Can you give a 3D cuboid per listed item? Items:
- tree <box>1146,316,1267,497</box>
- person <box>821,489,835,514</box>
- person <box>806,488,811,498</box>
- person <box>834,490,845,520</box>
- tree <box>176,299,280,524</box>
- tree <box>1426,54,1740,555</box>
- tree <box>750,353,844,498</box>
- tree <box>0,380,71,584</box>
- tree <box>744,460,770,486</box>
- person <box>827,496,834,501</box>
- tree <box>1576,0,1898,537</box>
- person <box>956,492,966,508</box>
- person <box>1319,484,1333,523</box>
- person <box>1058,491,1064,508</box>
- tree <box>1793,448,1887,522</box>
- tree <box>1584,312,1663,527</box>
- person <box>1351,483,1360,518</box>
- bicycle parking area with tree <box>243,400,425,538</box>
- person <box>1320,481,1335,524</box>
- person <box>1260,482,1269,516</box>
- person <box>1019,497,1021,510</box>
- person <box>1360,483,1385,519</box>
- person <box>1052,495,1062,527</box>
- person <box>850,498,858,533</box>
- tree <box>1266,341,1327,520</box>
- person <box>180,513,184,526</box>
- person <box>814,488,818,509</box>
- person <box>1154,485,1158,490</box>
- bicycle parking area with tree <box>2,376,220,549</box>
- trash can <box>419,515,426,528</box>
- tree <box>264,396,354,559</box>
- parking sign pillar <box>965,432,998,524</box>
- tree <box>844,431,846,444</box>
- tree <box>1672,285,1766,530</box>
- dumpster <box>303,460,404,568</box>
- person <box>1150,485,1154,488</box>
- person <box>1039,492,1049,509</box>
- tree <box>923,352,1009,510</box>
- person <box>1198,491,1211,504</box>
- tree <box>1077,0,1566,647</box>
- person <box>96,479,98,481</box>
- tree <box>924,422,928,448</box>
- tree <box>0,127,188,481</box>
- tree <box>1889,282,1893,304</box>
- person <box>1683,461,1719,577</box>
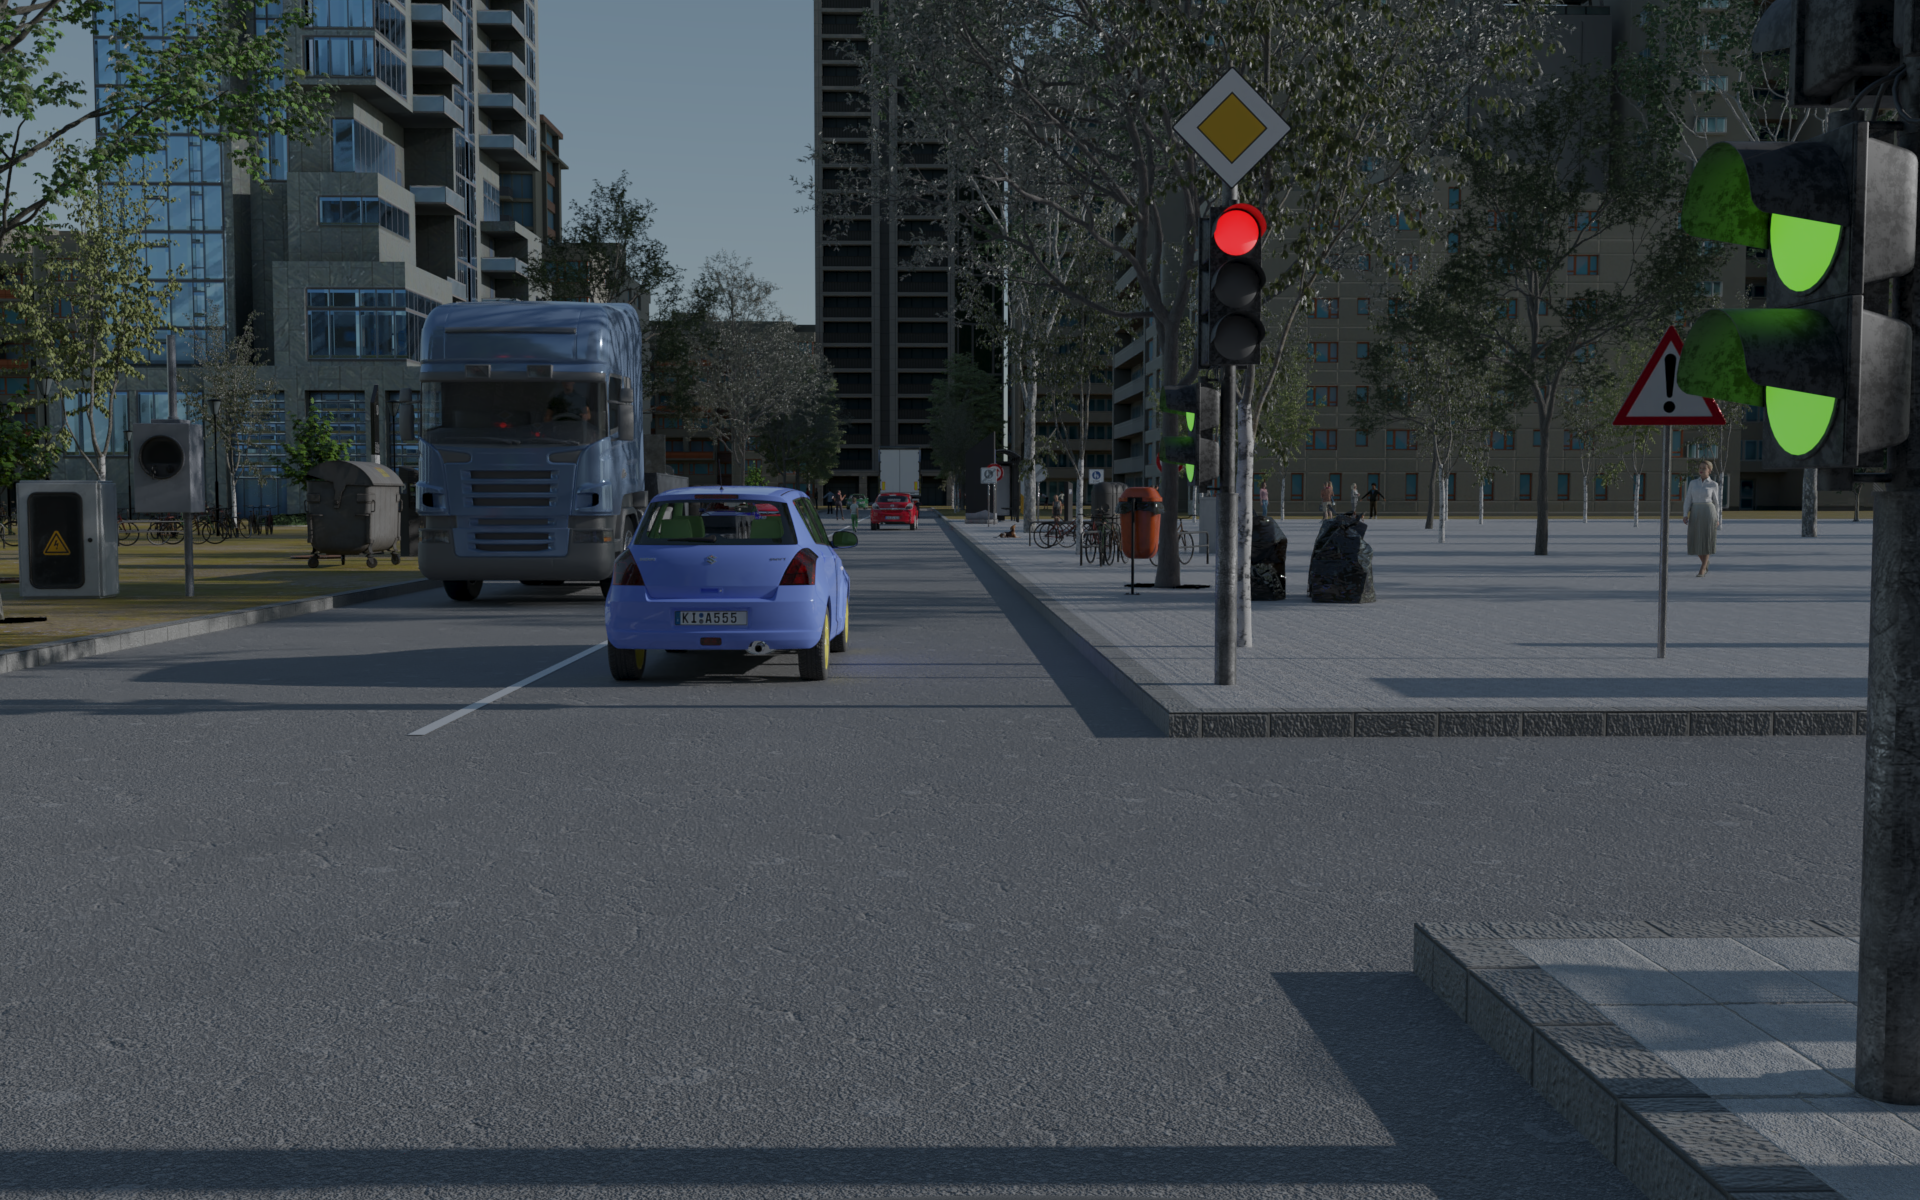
[{"bbox_3d":[9.610,-7.270,69.222,4.737,8.622,4.395,0,3,0],"label":"tree"},{"bbox_3d":[-9.301,-7.052,123.778,1.348,1.826,0.705,-2,4,-25],"label":"person"},{"bbox_3d":[-12.897,-8.625,147.006,0.705,1.831,1.348,-1,4,-21],"label":"person"},{"bbox_3d":[-6.553,-5.174,94.558,0.593,1.643,0.415,-1,4,-14],"label":"person"},{"bbox_3d":[-27.374,-7.012,65.009,4.360,8.622,3.978,0,3,0],"label":"tree"},{"bbox_3d":[12.514,-6.224,36.181,7.601,10.594,8.767,-2,4,-28],"label":"tree"},{"bbox_3d":[-13.244,-13.369,136.714,7.486,12.596,7.792,0,3,0],"label":"tree"},{"bbox_3d":[-14.024,-1.857,24.969,1.663,3.219,1.824,0,3,0],"label":"tree"},{"bbox_3d":[-11.660,-6.382,98.941,1.663,3.219,1.824,0,3,0],"label":"tree"},{"bbox_3d":[-12.353,-9.424,165.773,0.799,1.438,0.628,1,4,18],"label":"person"},{"bbox_3d":[24.495,-11.873,50.009,12.611,20.169,13.585,0,3,0],"label":"tree"},{"bbox_3d":[0.067,-9.281,157.743,1.348,1.831,0.705,2,4,34],"label":"person"},{"bbox_3d":[16.403,-4.360,77.517,0.728,1.800,0.709,2,4,24],"label":"person"},{"bbox_3d":[9.712,-9.609,166.396,1.217,1.735,0.721,-2,4,-34],"label":"person"},{"bbox_3d":[49.499,-7.155,79.898,20.602,7.101,11.467,-1,4,-19],"label":"tree"},{"bbox_3d":[26.313,-7.150,67.259,4.737,8.622,4.395,0,3,0],"label":"tree"},{"bbox_3d":[18.882,-4.675,82.662,0.537,1.800,0.526,-3,5,-42],"label":"person"},{"bbox_3d":[-19.923,-4.034,52.959,8.231,4.147,9.016,0,4,4],"label":"bicycle parking area with tree"},{"bbox_3d":[15.890,-4.207,74.797,0.573,1.828,0.580,2,4,31],"label":"person"},{"bbox_3d":[13.540,-4.346,77.108,0.388,1.821,0.555,3,4,36],"label":"person"},{"bbox_3d":[5.066,-8.227,141.352,0.445,1.727,0.742,0,4,3],"label":"person"},{"bbox_3d":[21.315,-5.116,89.316,1.348,1.869,0.705,2,4,33],"label":"person"},{"bbox_3d":[3.821,-3.522,68.302,0.362,1.253,0.373,1,4,12],"label":"person"},{"bbox_3d":[-3.906,-3.138,64.052,0.306,1.304,0.590,0,4,-3],"label":"person"},{"bbox_3d":[15.718,-8.183,84.154,4.737,8.622,4.395,0,3,0],"label":"tree"},{"bbox_3d":[-26.122,-2.940,58.363,0.306,1.304,0.590,-1,4,-18],"label":"person"},{"bbox_3d":[-12.415,-8.763,149.337,0.705,1.821,1.348,-1,4,-11],"label":"person"},{"bbox_3d":[10.714,-5.361,94.136,0.568,1.767,0.683,0,4,6],"label":"person"},{"bbox_3d":[-23.902,-3.482,43.931,9.016,4.147,8.231,-2,4,-33],"label":"bicycle parking area with tree"},{"bbox_3d":[-12.858,-1.806,41.187,0.748,1.137,0.748,0,3,0],"label":"trash can"},{"bbox_3d":[-12.898,-2.429,34.310,1.663,3.219,1.824,0,3,0],"label":"tree"},{"bbox_3d":[0.918,-5.292,74.994,1.447,3.967,1.447,1,4,18],"label":"parking sign pillar"},{"bbox_3d":[-13.558,-14.296,151.873,7.486,12.596,7.792,0,3,0],"label":"tree"},{"bbox_3d":[26.762,-6.779,61.192,4.360,8.622,3.978,0,3,0],"label":"tree"},{"bbox_3d":[-10.693,-1.517,30.558,1.264,1.857,1.865,0,4,-2],"label":"dumpster"},{"bbox_3d":[9.252,-4.681,83.320,0.466,1.731,0.760,-1,4,-10],"label":"person"},{"bbox_3d":[6.978,-8.256,144.212,0.799,1.438,0.628,-3,5,-40],"label":"person"},{"bbox_3d":[0.469,-13.501,138.876,7.486,12.596,7.792,0,3,0],"label":"tree"},{"bbox_3d":[11.995,-4.812,85.124,0.661,1.777,0.834,0,4,-4],"label":"person"},{"bbox_3d":[2.611,-3.914,14.358,4.360,8.622,3.978,0,3,0],"label":"tree"},{"bbox_3d":[-30.645,-3.433,61.981,0.447,1.846,0.655,1,4,21],"label":"person"},{"bbox_3d":[-0.331,-10.119,115.809,4.360,8.622,3.978,0,3,0],"label":"tree"},{"bbox_3d":[-17.240,-5.139,34.393,4.737,8.622,4.395,0,3,0],"label":"tree"},{"bbox_3d":[22.327,-5.349,37.819,4.737,8.622,4.395,0,3,0],"label":"tree"},{"bbox_3d":[11.552,-1.263,26.919,0.641,1.798,0.478,-3,5,-45],"label":"person"}]
